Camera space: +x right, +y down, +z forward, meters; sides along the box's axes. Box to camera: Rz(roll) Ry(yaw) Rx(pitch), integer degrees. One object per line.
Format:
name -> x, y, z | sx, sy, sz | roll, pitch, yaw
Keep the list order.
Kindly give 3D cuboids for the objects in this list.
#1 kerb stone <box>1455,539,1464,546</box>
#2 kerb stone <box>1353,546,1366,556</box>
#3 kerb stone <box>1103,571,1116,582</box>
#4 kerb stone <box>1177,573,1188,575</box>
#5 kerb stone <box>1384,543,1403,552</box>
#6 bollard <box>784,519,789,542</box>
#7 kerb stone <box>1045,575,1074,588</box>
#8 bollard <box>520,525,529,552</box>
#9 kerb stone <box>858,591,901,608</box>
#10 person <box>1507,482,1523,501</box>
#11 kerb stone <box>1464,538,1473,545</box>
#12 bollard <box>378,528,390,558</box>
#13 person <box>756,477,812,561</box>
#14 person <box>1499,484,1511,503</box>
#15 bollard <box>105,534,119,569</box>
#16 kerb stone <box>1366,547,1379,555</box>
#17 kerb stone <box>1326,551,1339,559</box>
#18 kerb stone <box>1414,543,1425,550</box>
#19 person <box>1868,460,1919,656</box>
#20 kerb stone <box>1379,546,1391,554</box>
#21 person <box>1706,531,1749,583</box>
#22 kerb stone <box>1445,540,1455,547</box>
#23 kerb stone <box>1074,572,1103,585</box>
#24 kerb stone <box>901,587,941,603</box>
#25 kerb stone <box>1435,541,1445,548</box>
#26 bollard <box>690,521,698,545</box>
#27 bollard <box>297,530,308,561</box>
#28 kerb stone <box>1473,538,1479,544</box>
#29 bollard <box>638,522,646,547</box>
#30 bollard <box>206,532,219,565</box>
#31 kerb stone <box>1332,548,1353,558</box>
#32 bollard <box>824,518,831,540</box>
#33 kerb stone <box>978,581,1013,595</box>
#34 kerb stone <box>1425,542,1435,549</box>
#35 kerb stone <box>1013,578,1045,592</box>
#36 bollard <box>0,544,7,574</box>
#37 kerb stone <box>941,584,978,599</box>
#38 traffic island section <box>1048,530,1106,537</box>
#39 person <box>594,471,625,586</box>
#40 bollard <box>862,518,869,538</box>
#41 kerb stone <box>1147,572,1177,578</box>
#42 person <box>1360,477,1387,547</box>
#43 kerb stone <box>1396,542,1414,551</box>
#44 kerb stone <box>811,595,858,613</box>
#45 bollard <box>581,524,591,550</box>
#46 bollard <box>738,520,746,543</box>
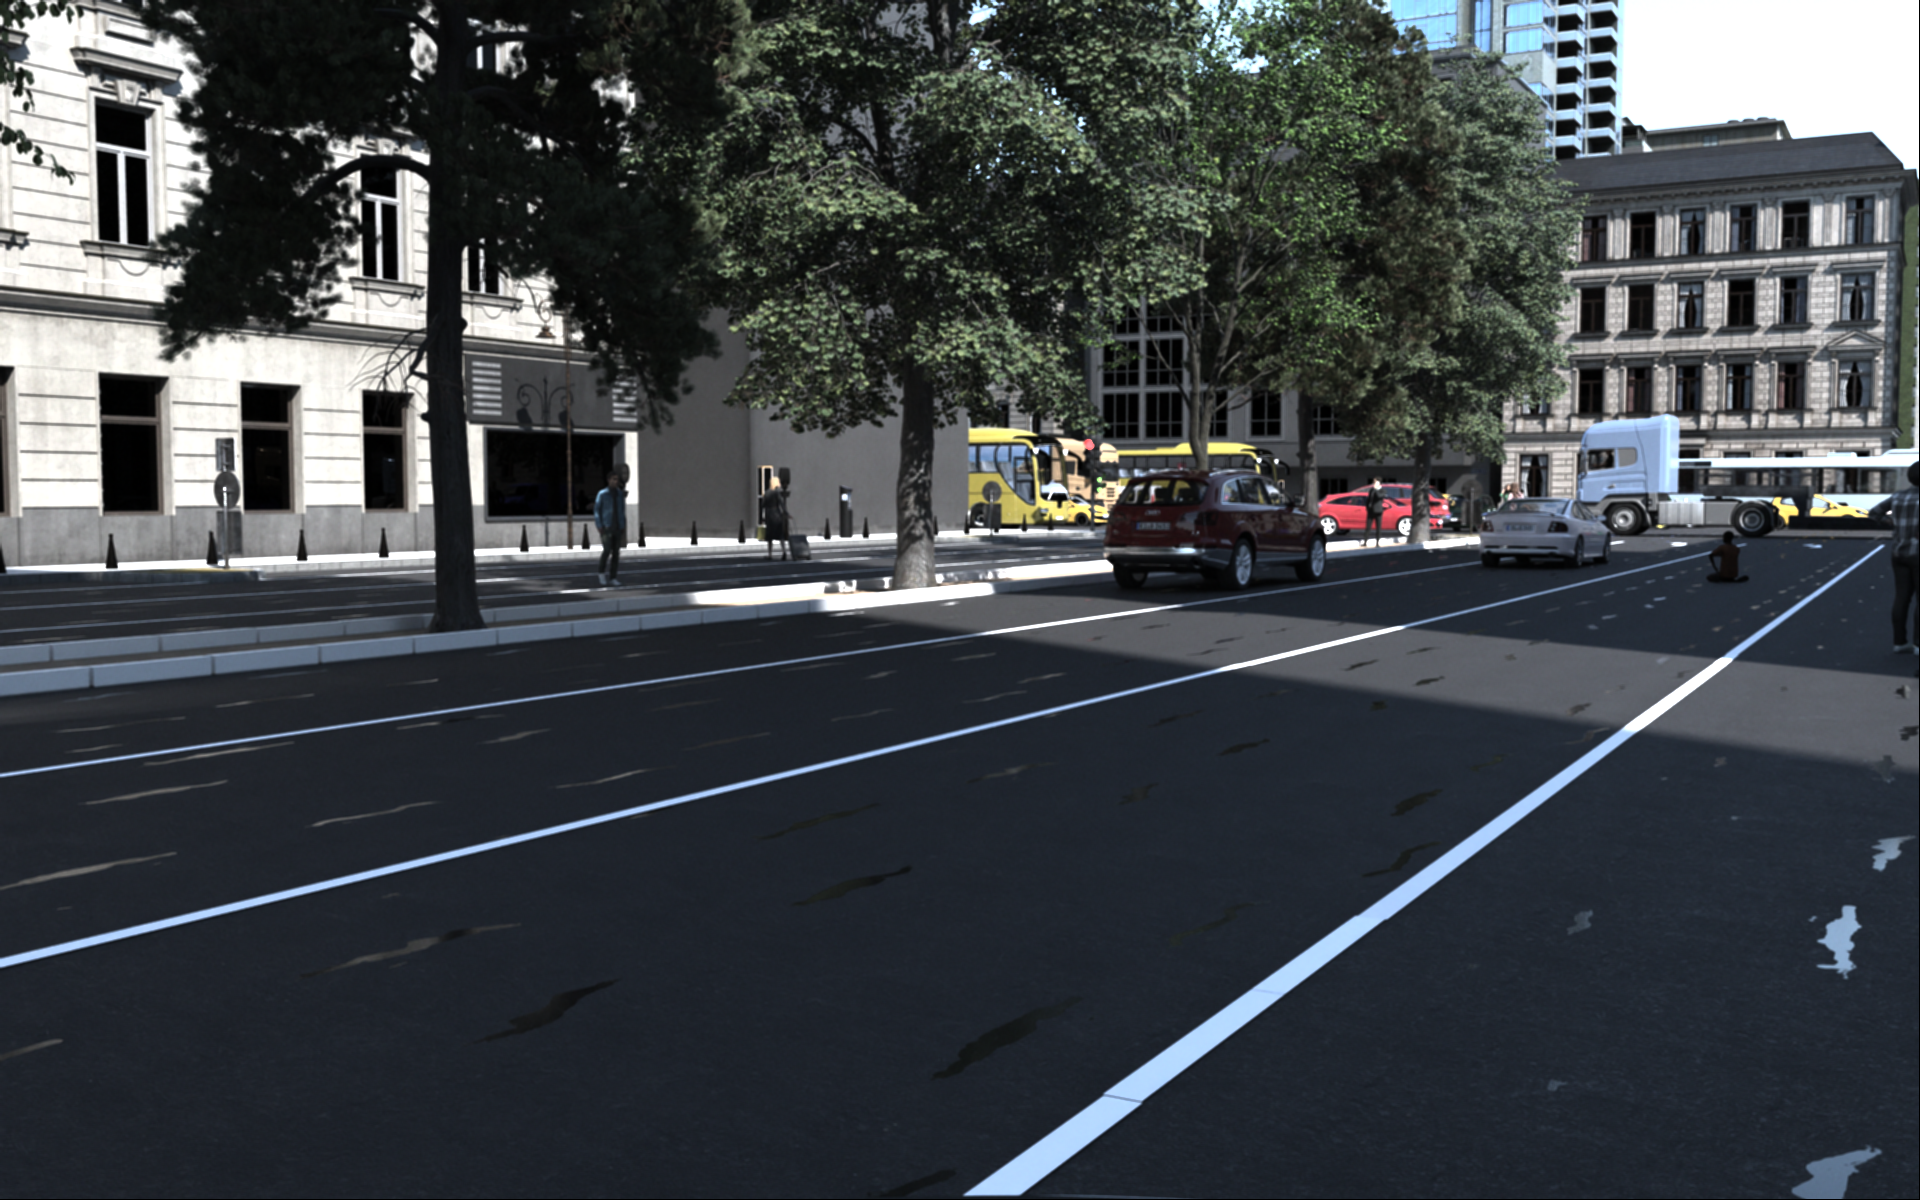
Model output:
kerb stone -> 13.763, -1.589, 48.179 | 0.120, 0.150, 1.000 | 2, 4, 30
kerb stone -> 9.155, -1.095, 40.141 | 0.120, 0.150, 1.000 | 2, 4, 30
kerb stone -> 2.483, -0.387, 28.521 | 0.120, 0.150, 1.000 | 2, 4, 30
kerb stone -> 4.019, -0.551, 31.197 | 0.120, 0.150, 1.000 | 2, 4, 30
kerb stone -> 10.686, -1.260, 42.818 | 0.120, 0.150, 1.000 | 2, 4, 30
bollard -> -4.696, -1.883, 46.821 | 0.229, 0.601, 0.229 | 0, 3, 0
kerb stone -> 1.450, -0.278, 26.735 | 0.120, 0.150, 1.000 | 2, 4, 30
bollard -> -9.622, -1.358, 38.240 | 0.229, 0.601, 0.229 | 0, 3, 0
kerb stone -> -1.106, -0.004, 22.266 | 0.120, 0.150, 1.000 | 2, 4, 30
person -> 15.138, -2.355, 47.593 | 0.643, 1.750, 0.593 | 3, 5, 43
kerb stone -> 14.271, -1.644, 49.072 | 0.120, 0.150, 1.000 | 2, 4, 30
bollard -> -11.586, -1.148, 34.815 | 0.229, 0.601, 0.229 | 0, 3, 0
person -> -3.834, -1.751, 37.344 | 0.699, 1.804, 1.509 | -2, 4, -31
person -> 19.421, -3.217, 61.345 | 0.600, 1.795, 0.529 | 1, 4, 23
bollard -> -14.538, -0.833, 29.669 | 0.229, 0.601, 0.229 | 0, 3, 0
kerb stone -> 9.664, -1.151, 41.034 | 0.120, 0.150, 1.000 | 2, 4, 30
kerb stone -> 8.132, -0.982, 38.357 | 0.120, 0.150, 1.000 | 2, 4, 30
kerb stone -> 11.723, -1.371, 44.603 | 0.120, 0.150, 1.000 | 2, 4, 30
person -> 8.560, -0.386, 15.542 | 0.376, 1.734, 0.841 | 0, 4, -7
kerb stone -> 10.176, -1.206, 41.925 | 0.120, 0.150, 1.000 | 2, 4, 30
person -> 12.445, -0.703, 28.287 | 0.859, 0.850, 0.655 | -1, 4, -10
kerb stone -> 13.257, -1.532, 47.280 | 0.120, 0.150, 1.000 | 2, 4, 30
kerb stone -> 1.976, -0.332, 27.627 | 0.120, 0.150, 1.000 | 2, 4, 30
kerb stone -> -0.588, -0.059, 23.156 | 0.120, 0.150, 1.000 | 2, 4, 30
kerb stone -> 12.739, -1.478, 46.392 | 0.120, 0.150, 1.000 | 2, 4, 30
bollard -> -6.661, -1.673, 43.397 | 0.229, 0.601, 0.229 | 0, 3, 0
bollard -> -12.573, -1.043, 33.091 | 0.229, 0.601, 0.229 | 0, 3, 0
kerb stone -> 14.793, -1.699, 49.967 | 0.120, 0.150, 1.000 | 2, 4, 30
bollard -> -7.653, -1.568, 41.673 | 0.229, 0.601, 0.229 | 0, 3, 0
bollard -> -13.555, -0.938, 31.380 | 0.229, 0.601, 0.229 | 0, 3, 0
kerb stone -> 8.646, -1.043, 39.247 | 0.120, 0.150, 1.000 | 2, 4, 30
bollard -> -3.716, -1.987, 48.533 | 0.229, 0.601, 0.229 | 0, 3, 0
kerb stone -> 0.435, -0.168, 24.947 | 0.120, 0.150, 1.000 | 2, 4, 30
kerb stone -> 12.223, -1.426, 45.502 | 0.120, 0.150, 1.000 | 2, 4, 30
kerb stone -> 0.947, -0.222, 25.838 | 0.120, 0.150, 1.000 | 2, 4, 30
bollard -> -15.519, -0.729, 27.958 | 0.229, 0.601, 0.229 | 0, 3, 0
kerb stone -> -0.076, -0.113, 24.047 | 0.120, 0.150, 1.000 | 2, 4, 30
traffic island section -> 4.544, -2.283, 59.610 | 2.009, 0.180, 2.903 | 2, 4, 30
person -> -5.460, -1.112, 27.031 | 0.601, 1.785, 0.444 | -3, 5, -39
bollard -> -2.731, -2.092, 50.242 | 0.229, 0.601, 0.229 | 0, 3, 0
kerb stone -> 3.509, -0.496, 30.304 | 0.120, 0.150, 1.000 | 2, 4, 30
person -> 11.161, -2.374, 46.684 | 0.648, 1.900, 0.474 | 3, 4, 39
kerb stone -> 11.202, -1.316, 43.707 | 0.120, 0.150, 1.000 | 2, 4, 30
kerb stone -> -1.614, 0.050, 21.372 | 0.120, 0.150, 1.000 | 2, 4, 30
bollard -> -8.636, -1.463, 39.962 | 0.229, 0.601, 0.229 | 0, 3, 0
bollard -> -5.682, -1.778, 45.110 | 0.229, 0.601, 0.229 | 0, 3, 0
